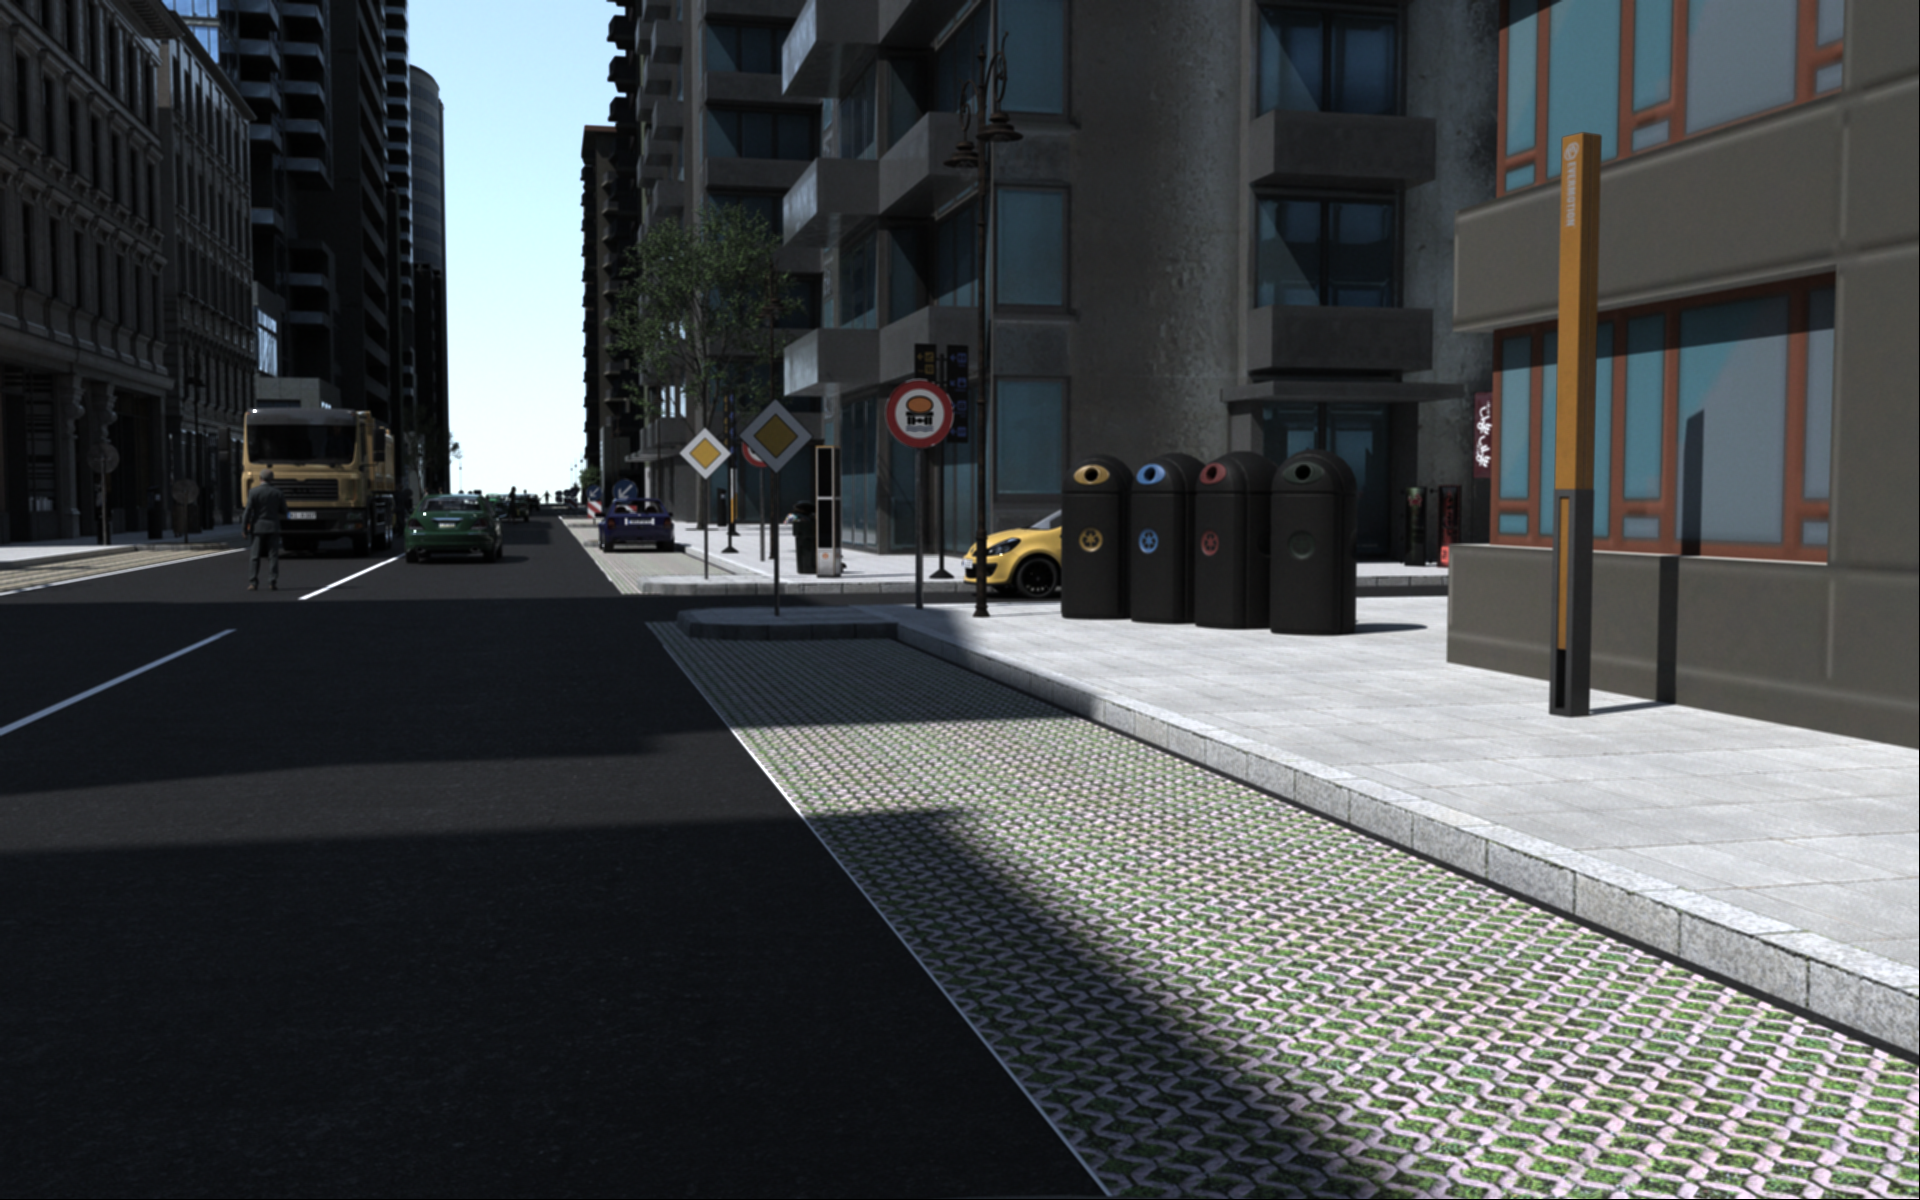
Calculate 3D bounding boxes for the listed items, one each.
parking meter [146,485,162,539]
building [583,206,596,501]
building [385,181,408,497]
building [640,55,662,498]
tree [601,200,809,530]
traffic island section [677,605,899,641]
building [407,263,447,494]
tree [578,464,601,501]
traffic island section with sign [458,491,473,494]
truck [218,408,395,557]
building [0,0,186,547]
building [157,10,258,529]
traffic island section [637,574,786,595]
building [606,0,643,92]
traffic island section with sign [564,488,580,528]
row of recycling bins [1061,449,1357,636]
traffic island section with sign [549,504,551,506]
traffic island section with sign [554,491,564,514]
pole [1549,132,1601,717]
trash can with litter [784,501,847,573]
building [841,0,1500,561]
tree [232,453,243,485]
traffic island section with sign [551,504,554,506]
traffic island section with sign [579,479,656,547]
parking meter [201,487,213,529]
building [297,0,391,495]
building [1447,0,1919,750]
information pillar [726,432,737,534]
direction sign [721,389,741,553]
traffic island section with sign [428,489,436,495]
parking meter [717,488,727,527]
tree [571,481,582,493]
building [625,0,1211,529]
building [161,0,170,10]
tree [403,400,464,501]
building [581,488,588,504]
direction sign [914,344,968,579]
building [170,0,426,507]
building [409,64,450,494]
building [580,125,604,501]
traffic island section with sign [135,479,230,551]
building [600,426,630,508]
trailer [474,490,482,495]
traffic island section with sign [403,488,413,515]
[{"bbox_3d":[-22.912,-2.499,49.267,0.372,1.533,0.369,0,3,0],"label":"parking meter"},{"bbox_3d":[-46.759,-36.651,249.347,14.600,45.320,14.200,-1,4,-14],"label":"building"},{"bbox_3d":[-56.814,-23.267,152.120,14.160,30.474,14.107,-1,4,-14],"label":"building"},{"bbox_3d":[-12.942,-20.619,108.814,14.160,30.474,14.107,-1,4,-14],"label":"building"},{"bbox_3d":[-9.034,-8.281,61.157,9.928,11.665,9.643,0,3,0],"label":"tree"},{"bbox_3d":[-1.913,0.244,18.284,2.009,0.180,2.903,-1,4,-14],"label":"traffic island section"},{"bbox_3d":[-71.057,-26.990,212.981,14.160,30.474,14.107,-1,4,-14],"label":"building"},{"bbox_3d":[-39.091,-12.289,184.632,4.285,4.588,4.351,0,3,0],"label":"tree"},{"bbox_3d":[-57.776,-11.759,200.893,1.989,1.847,2.006,-1,4,-14],"label":"traffic island section with sign"},{"bbox_3d":[-15.309,-2.797,41.651,3.469,3.379,9.791,-1,4,-14],"label":"truck"},{"bbox_3d":[-27.867,-11.633,41.105,10.553,20.767,40.483,-1,4,-14],"label":"building"},{"bbox_3d":[-34.879,-13.507,69.988,9.793,20.994,18.267,-1,4,-14],"label":"building"},{"bbox_3d":[-3.792,-0.230,26.045,2.009,0.180,2.903,-1,4,-14],"label":"traffic island section"},{"bbox_3d":[-14.844,-29.076,130.012,22.147,44.769,28.867,-1,4,-14],"label":"building"},{"bbox_3d":[-15.799,-4.011,74.206,1.989,1.847,2.006,-1,4,-14],"label":"traffic island section with sign"},{"bbox_3d":[2.385,-0.610,17.084,1.069,1.692,3.534,-3,5,-42],"label":"row of recycling bins"},{"bbox_3d":[-47.109,-11.915,203.439,1.989,1.847,2.006,-1,4,-14],"label":"traffic island section with sign"},{"bbox_3d":[-27.531,-6.973,122.642,1.989,1.847,2.006,-1,4,-14],"label":"traffic island section with sign"},{"bbox_3d":[3.534,-0.985,9.948,0.158,3.312,0.155,0,3,0],"label":"pole"},{"bbox_3d":[-2.328,-1.022,28.103,0.624,1.170,1.055,2,4,29],"label":"trash can with litter"},{"bbox_3d":[10.742,-25.879,42.723,30.456,49.044,23.786,-1,4,-14],"label":"building"},{"bbox_3d":[-28.120,-4.570,69.321,1.663,3.219,1.824,0,3,0],"label":"tree"},{"bbox_3d":[-33.878,-8.576,148.842,1.989,1.847,2.006,-1,4,-14],"label":"traffic island section with sign"},{"bbox_3d":[-9.254,-2.358,47.187,1.989,1.847,2.006,-1,4,-14],"label":"traffic island section with sign"},{"bbox_3d":[-27.525,-3.359,63.329,0.372,1.533,0.369,0,3,0],"label":"parking meter"},{"bbox_3d":[-56.271,-31.160,133.160,21.300,48.544,21.600,-1,4,-14],"label":"building"},{"bbox_3d":[20.546,-9.586,1.778,27.650,21.520,28.899,-1,4,-14],"label":"building"},{"bbox_3d":[-7.209,-3.882,54.830,0.183,3.616,0.504,-2,4,-35],"label":"information pillar"},{"bbox_3d":[-5.027,-2.798,37.751,0.379,3.537,0.876,-1,4,-21],"label":"direction sign"},{"bbox_3d":[-44.689,-8.455,146.859,1.989,1.847,2.006,-1,4,-14],"label":"traffic island section with sign"},{"bbox_3d":[-9.391,-3.666,68.350,0.372,1.533,0.369,0,3,0],"label":"parking meter"},{"bbox_3d":[-55.492,-15.612,249.855,1.663,3.219,1.824,0,3,0],"label":"tree"},{"bbox_3d":[-4.465,-28.544,86.303,23.786,49.044,30.456,-1,4,-14],"label":"building"},{"bbox_3d":[-50.001,-48.535,106.214,22.319,86.520,31.000,-1,4,-14],"label":"building"},{"bbox_3d":[-53.036,-14.428,170.311,8.767,10.594,7.601,-1,4,-13],"label":"tree"},{"bbox_3d":[-34.519,-33.061,232.427,32.217,40.220,23.993,-1,4,-14],"label":"building"},{"bbox_3d":[-0.279,-2.099,26.316,0.876,3.537,0.379,-2,4,-24],"label":"direction sign"},{"bbox_3d":[-70.213,-53.556,188.314,22.319,86.520,31.000,-1,4,-14],"label":"building"},{"bbox_3d":[-80.561,-42.238,232.596,21.231,58.520,28.212,-1,4,-14],"label":"building"},{"bbox_3d":[-33.384,-33.688,205.421,22.147,44.769,28.867,-1,4,-14],"label":"building"},{"bbox_3d":[-19.847,-2.183,44.316,1.989,1.847,2.006,-1,4,-14],"label":"traffic island section with sign"},{"bbox_3d":[-21.523,-51.737,158.576,22.319,86.520,31.000,-1,4,-14],"label":"building"},{"bbox_3d":[-69.685,-14.867,250.125,1.471,1.999,3.904,-1,4,-12],"label":"trailer"},{"bbox_3d":[-38.179,-6.809,119.959,1.989,1.847,2.006,-1,4,-14],"label":"traffic island section with sign"}]
